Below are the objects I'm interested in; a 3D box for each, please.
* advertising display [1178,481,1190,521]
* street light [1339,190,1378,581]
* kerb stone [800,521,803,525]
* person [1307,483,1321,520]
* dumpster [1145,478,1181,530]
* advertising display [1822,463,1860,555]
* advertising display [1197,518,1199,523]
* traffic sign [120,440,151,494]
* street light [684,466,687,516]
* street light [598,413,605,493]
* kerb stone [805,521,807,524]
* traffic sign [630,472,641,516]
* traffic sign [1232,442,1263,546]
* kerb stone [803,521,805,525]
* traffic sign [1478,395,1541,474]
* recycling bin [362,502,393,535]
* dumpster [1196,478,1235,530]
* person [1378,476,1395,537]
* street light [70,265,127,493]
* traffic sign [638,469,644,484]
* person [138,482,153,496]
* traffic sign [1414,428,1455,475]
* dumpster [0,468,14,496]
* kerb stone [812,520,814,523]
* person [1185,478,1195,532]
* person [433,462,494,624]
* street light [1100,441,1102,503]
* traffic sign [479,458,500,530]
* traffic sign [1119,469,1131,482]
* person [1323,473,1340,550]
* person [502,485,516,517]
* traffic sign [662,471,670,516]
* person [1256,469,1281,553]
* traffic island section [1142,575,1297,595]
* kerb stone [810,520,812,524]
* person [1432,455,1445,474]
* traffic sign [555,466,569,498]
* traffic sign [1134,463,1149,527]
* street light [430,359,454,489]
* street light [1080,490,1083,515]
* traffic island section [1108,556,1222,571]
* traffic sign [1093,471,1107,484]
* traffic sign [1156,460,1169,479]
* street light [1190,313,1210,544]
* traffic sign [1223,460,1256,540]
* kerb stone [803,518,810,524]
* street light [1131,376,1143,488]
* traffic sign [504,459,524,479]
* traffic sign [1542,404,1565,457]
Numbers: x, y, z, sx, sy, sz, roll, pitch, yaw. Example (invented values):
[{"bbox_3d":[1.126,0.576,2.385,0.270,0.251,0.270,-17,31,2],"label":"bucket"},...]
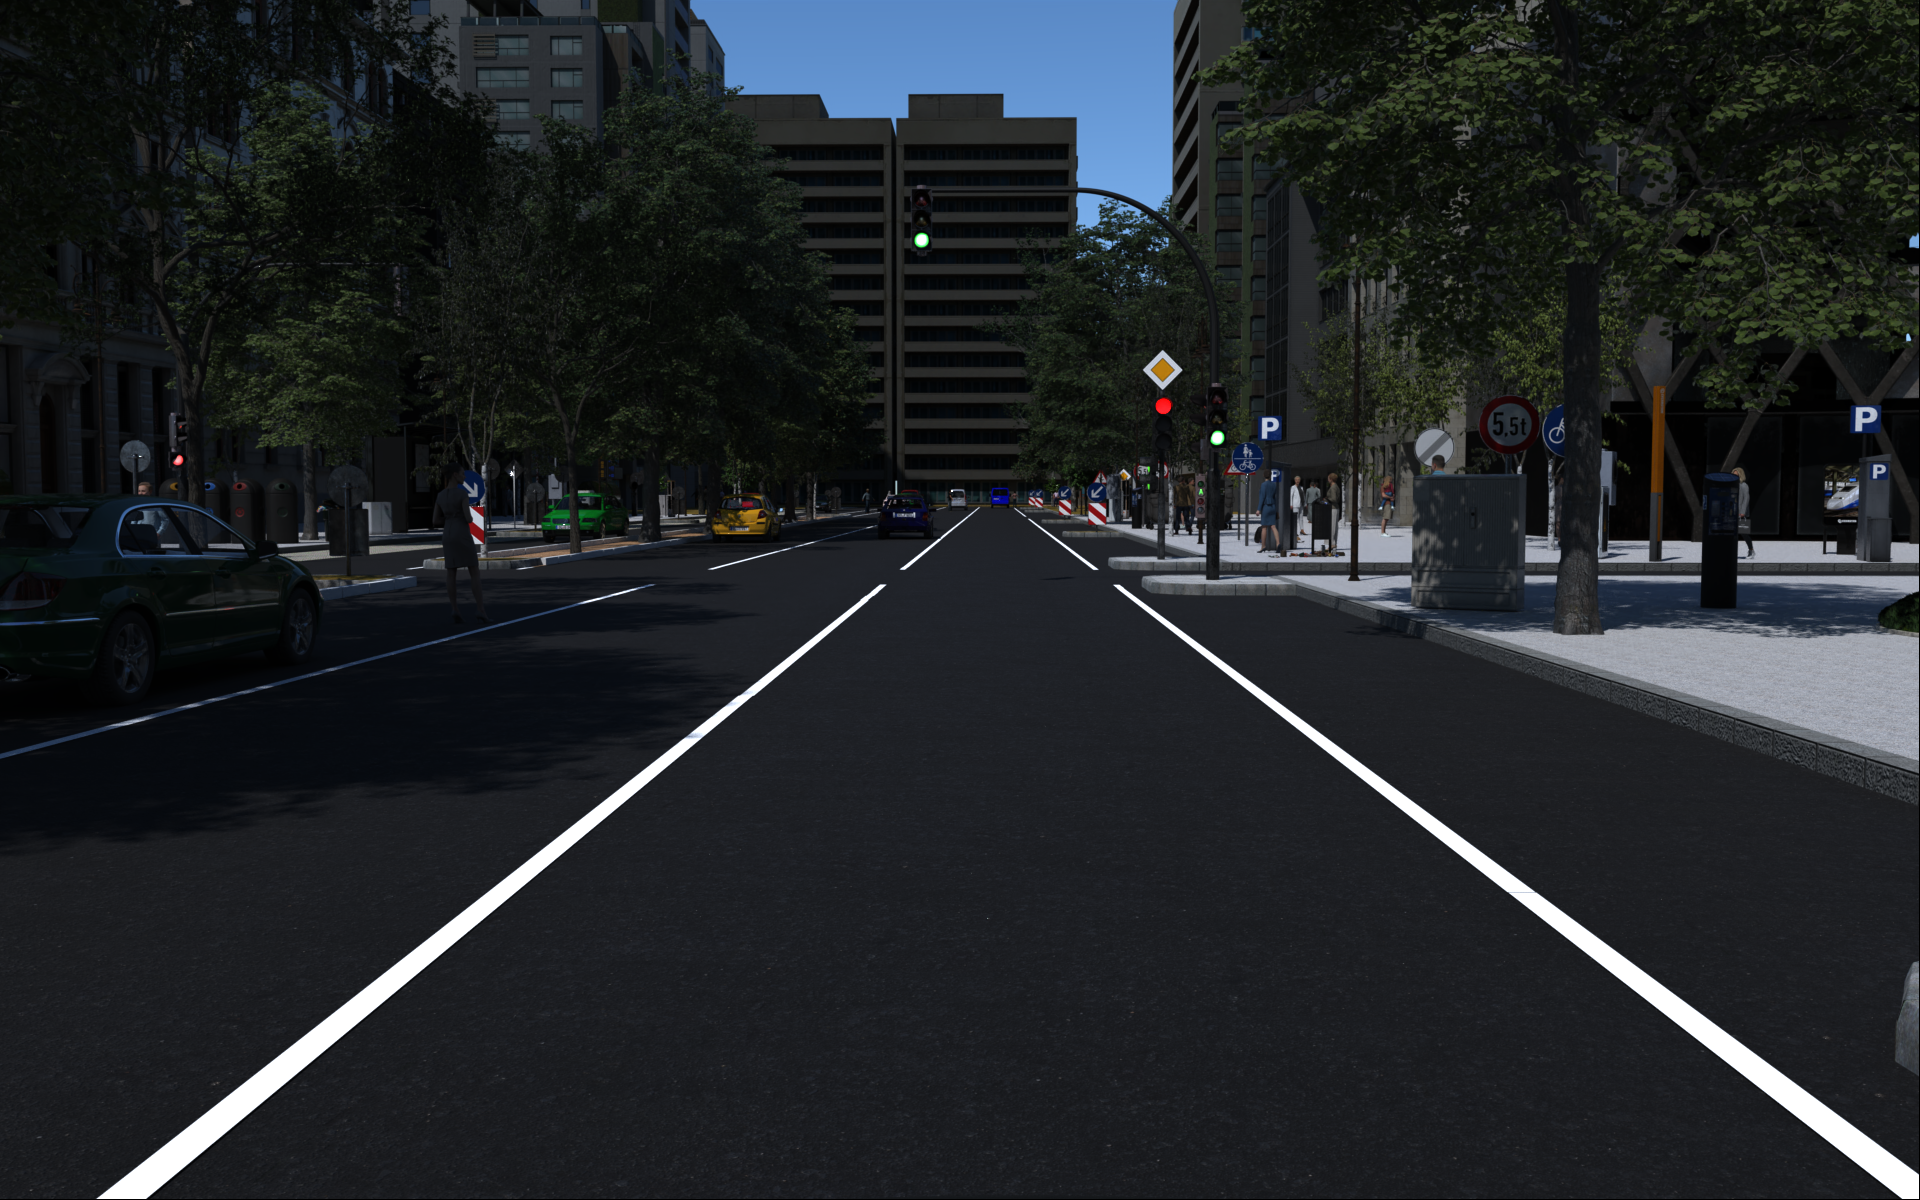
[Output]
[{"bbox_3d":[10.701,-4.753,82.929,0.123,1.923,0.974,-2,4,-32],"label":"advertising display"},{"bbox_3d":[5.823,-3.219,25.415,0.468,5.910,1.993,0,4,1],"label":"street light"},{"bbox_3d":[-7.428,-3.491,79.272,0.120,0.150,1.000,0,4,1],"label":"kerb stone"},{"bbox_3d":[17.267,-4.800,84.368,0.795,1.843,0.661,-3,5,-42],"label":"person"},{"bbox_3d":[7.386,-3.483,62.709,1.264,1.857,1.865,0,4,1],"label":"dumpster"},{"bbox_3d":[18.751,-1.918,36.579,0.974,1.923,0.123,3,5,40],"label":"advertising display"},{"bbox_3d":[9.286,-3.800,67.343,0.123,1.923,0.974,1,4,9],"label":"advertising display"},{"bbox_3d":[-19.470,-2.494,40.889,0.768,2.556,0.104,0,4,5],"label":"traffic sign"},{"bbox_3d":[-16.033,-7.847,101.084,0.468,5.910,1.993,0,4,1],"label":"street light"},{"bbox_3d":[-16.453,-6.496,79.000,0.468,5.910,1.993,0,4,1],"label":"street light"},{"bbox_3d":[-7.394,-3.616,81.317,0.120,0.150,1.000,0,4,1],"label":"kerb stone"},{"bbox_3d":[-18.801,-6.148,100.618,0.768,2.556,0.104,1,4,8],"label":"traffic sign"},{"bbox_3d":[7.075,-2.602,42.648,0.768,2.556,0.104,1,4,10],"label":"traffic sign"},{"bbox_3d":[-7.411,-3.554,80.295,0.120,0.150,1.000,0,4,1],"label":"kerb stone"},{"bbox_3d":[7.049,-1.357,22.292,0.768,2.556,0.104,1,4,10],"label":"traffic sign"},{"bbox_3d":[-18.430,-2.584,54.798,0.722,1.027,0.722,-3,4,-38],"label":"recycling bin"},{"bbox_3d":[9.250,-3.489,62.797,1.264,1.857,1.865,0,4,1],"label":"dumpster"},{"bbox_3d":[12.747,-2.794,51.699,0.573,1.828,0.580,-1,4,-15],"label":"person"},{"bbox_3d":[-17.390,-3.810,35.075,0.468,5.910,1.993,0,4,1],"label":"street light"},{"bbox_3d":[-16.002,-5.372,87.937,0.768,2.556,0.104,1,4,10],"label":"traffic sign"},{"bbox_3d":[-11.606,-0.883,24.756,0.589,1.601,0.330,1,4,16],"label":"person"},{"bbox_3d":[9.098,-2.030,33.304,0.768,2.556,0.104,0,4,6],"label":"traffic sign"},{"bbox_3d":[-20.526,-2.004,35.260,1.502,2.255,1.985,0,4,1],"label":"dumpster"},{"bbox_3d":[-7.326,-3.801,84.393,0.120,0.150,1.000,0,4,1],"label":"kerb stone"},{"bbox_3d":[7.866,-3.252,59.129,0.656,1.842,0.836,1,4,9],"label":"person"},{"bbox_3d":[-5.523,-0.635,19.228,0.599,1.781,0.374,1,4,22],"label":"person"},{"bbox_3d":[7.100,-6.994,87.133,0.468,5.910,1.993,0,4,1],"label":"street light"},{"bbox_3d":[-16.647,-3.741,61.279,0.768,2.556,0.104,0,4,7],"label":"traffic sign"},{"bbox_3d":[8.494,-5.505,89.744,0.795,2.593,0.064,1,4,9],"label":"traffic sign"},{"bbox_3d":[8.451,-2.010,39.456,0.362,1.759,0.519,2,4,26],"label":"person"},{"bbox_3d":[-25.219,-5.537,96.851,0.678,1.792,0.850,2,4,32],"label":"person"},{"bbox_3d":[-16.848,-6.063,99.139,0.884,2.594,0.081,0,4,5],"label":"traffic sign"},{"bbox_3d":[6.704,-1.928,37.596,0.581,1.822,0.654,-1,4,-23],"label":"person"},{"bbox_3d":[3.795,-0.223,25.935,2.009,0.180,2.903,0,4,1],"label":"traffic island section"},{"bbox_3d":[-7.341,-3.733,83.371,0.120,0.150,1.000,0,4,1],"label":"kerb stone"},{"bbox_3d":[6.765,-1.147,24.660,0.748,1.841,0.638,-2,4,-31],"label":"person"},{"bbox_3d":[-17.733,-4.724,77.339,0.768,2.556,0.104,0,4,5],"label":"traffic sign"},{"bbox_3d":[7.187,-4.145,67.873,0.768,2.556,0.104,0,4,6],"label":"traffic sign"},{"bbox_3d":[-16.930,-5.149,56.982,0.468,5.910,1.993,0,4,1],"label":"street light"},{"bbox_3d":[7.623,-8.303,108.540,0.468,5.910,1.993,0,4,1],"label":"street light"},{"bbox_3d":[3.960,-0.712,33.918,2.009,0.180,2.903,0,4,1],"label":"traffic island section"},{"bbox_3d":[7.349,-5.532,90.458,0.884,2.594,0.081,0,4,4],"label":"traffic sign"},{"bbox_3d":[7.553,-3.994,65.412,0.768,2.556,0.104,0,4,7],"label":"traffic sign"},{"bbox_3d":[6.181,-4.375,44.317,0.468,5.910,1.993,0,4,1],"label":"street light"},{"bbox_3d":[7.744,-2.937,48.029,0.884,2.594,0.081,0,4,6],"label":"traffic sign"},{"bbox_3d":[-7.370,-3.679,82.339,0.120,0.150,1.000,0,4,1],"label":"kerb stone"},{"bbox_3d":[6.713,-5.684,65.724,0.468,5.910,1.993,0,4,1],"label":"street light"},{"bbox_3d":[-16.676,-3.979,64.792,0.795,2.593,0.064,1,4,10],"label":"traffic sign"},{"bbox_3d":[8.521,-1.478,24.272,0.768,2.556,0.104,0,4,4],"label":"traffic sign"}]
